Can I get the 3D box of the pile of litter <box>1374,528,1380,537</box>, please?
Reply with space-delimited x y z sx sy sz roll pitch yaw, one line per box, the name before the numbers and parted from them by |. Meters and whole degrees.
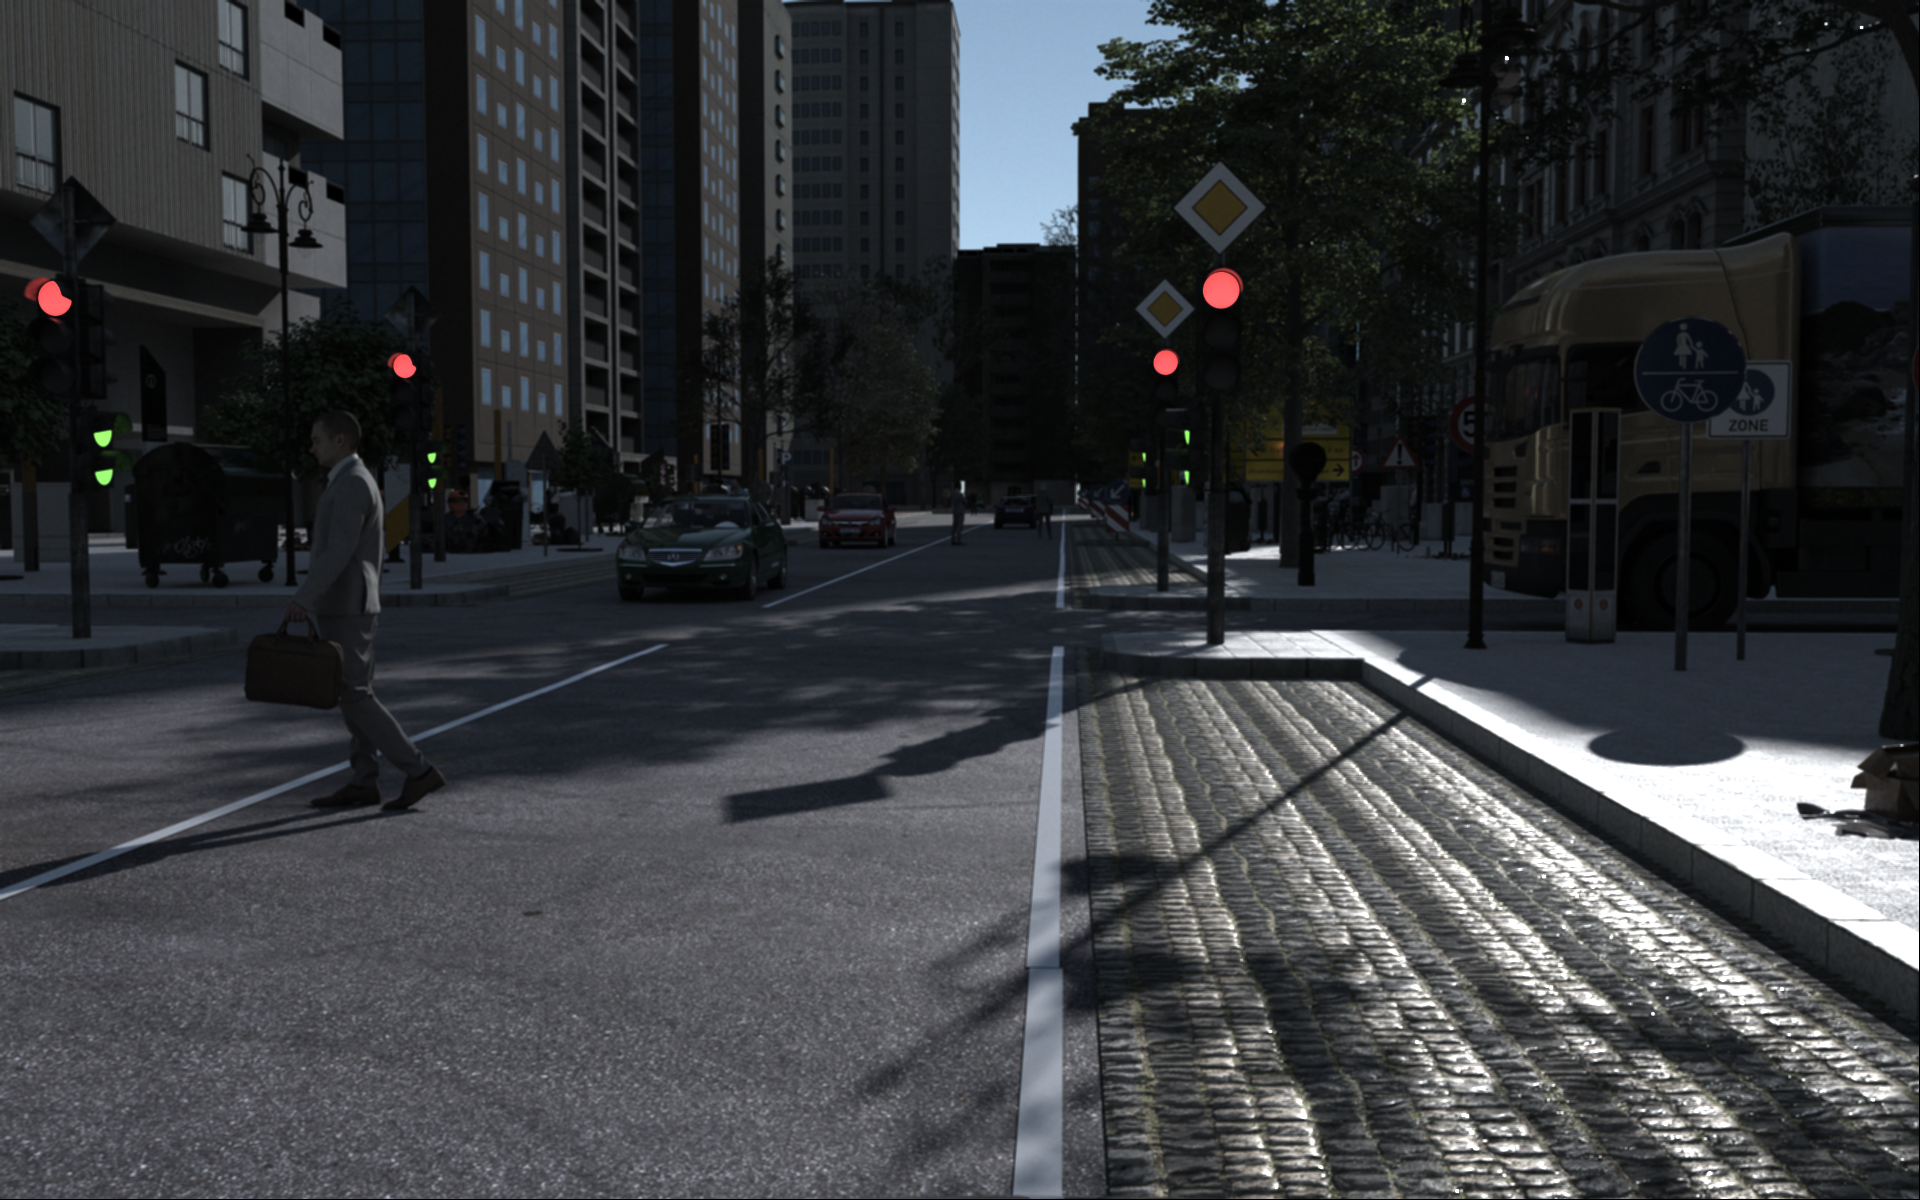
pile of litter | 13.052 -2.346 52.319 1.719 0.858 1.176 0 4 -4

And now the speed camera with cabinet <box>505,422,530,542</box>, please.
speed camera with cabinet | -11.962 -3.211 46.831 0.660 3.252 2.038 -1 4 -15

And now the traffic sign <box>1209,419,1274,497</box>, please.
traffic sign | 7.899 -3.256 47.110 2.265 3.308 0.079 0 4 4

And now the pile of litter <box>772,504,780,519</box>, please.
pile of litter | -9.501 -4.603 89.226 1.176 0.858 1.719 -1 4 -11

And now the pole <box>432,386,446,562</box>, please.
pole | -9.867 -2.380 32.761 0.158 3.312 0.155 0 3 0

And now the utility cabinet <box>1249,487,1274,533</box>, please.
utility cabinet | 10.064 -2.949 56.887 1.173 1.500 0.318 -2 4 -28

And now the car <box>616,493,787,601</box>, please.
car | -3.613 -0.798 24.840 2.131 1.459 4.920 0 4 3

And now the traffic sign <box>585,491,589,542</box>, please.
traffic sign | -10.034 -2.840 46.539 0.768 2.556 0.104 1 4 12

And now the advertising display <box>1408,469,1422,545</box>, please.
advertising display | 11.498 -2.358 43.769 0.123 1.923 0.974 0 4 3

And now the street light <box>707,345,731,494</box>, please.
street light | -7.492 -4.962 53.919 0.468 5.910 1.993 0 4 3

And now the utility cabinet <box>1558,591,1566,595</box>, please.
utility cabinet | 7.920 -0.655 21.879 0.306 1.237 1.020 -2 4 -32

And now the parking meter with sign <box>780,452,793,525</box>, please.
parking meter with sign | -7.261 -4.645 72.206 0.543 3.016 1.738 0 4 -8

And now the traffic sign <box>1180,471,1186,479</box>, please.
traffic sign | 6.669 -2.949 50.342 0.606 2.300 0.079 1 4 8

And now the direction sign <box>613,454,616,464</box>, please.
direction sign | -19.682 -6.497 98.217 0.379 3.537 0.876 1 4 14

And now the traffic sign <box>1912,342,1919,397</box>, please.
traffic sign | 7.093 -0.742 12.233 0.768 2.556 0.104 1 4 10

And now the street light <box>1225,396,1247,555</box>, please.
street light | 5.648 -3.895 36.471 0.468 5.910 1.993 0 4 3

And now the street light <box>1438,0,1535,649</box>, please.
street light | 4.297 -2.536 14.258 0.468 5.910 1.993 0 4 3

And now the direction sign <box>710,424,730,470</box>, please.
direction sign | -7.807 -3.937 56.371 0.876 3.537 0.379 3 5 40

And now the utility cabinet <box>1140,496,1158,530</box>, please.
utility cabinet | 6.800 -3.136 62.443 0.306 1.237 1.020 2 4 29

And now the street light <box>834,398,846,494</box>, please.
street light | -5.785 -6.772 83.505 0.468 5.910 1.993 0 4 3

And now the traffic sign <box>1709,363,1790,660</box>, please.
traffic sign | 6.037 -0.685 13.324 0.606 2.300 0.079 1 4 9

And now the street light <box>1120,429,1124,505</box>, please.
street light | 9.075 -7.568 96.531 0.468 5.910 1.993 0 4 3

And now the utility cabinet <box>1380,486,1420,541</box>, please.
utility cabinet | 12.057 -2.369 47.416 1.173 1.500 0.318 -2 4 -29

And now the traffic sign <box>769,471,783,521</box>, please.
traffic sign | -8.272 -4.630 77.834 0.606 2.300 0.079 0 4 6

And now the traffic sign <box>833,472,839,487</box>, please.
traffic sign | -6.959 -6.016 98.467 0.768 2.556 0.104 0 4 5

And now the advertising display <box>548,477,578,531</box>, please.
advertising display | -13.690 -3.337 59.769 0.974 1.923 0.123 -1 4 -10

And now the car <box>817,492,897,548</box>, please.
car | -2.759 -2.326 47.065 2.155 1.783 4.494 0 4 3

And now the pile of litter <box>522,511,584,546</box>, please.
pile of litter | -10.286 -1.814 43.627 1.719 0.858 1.176 -1 4 -22

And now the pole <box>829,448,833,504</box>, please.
pole | -5.669 -5.041 76.258 0.158 3.312 0.155 0 3 0

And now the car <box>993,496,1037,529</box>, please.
car | 2.350 -3.677 72.704 1.945 1.354 3.894 0 4 4

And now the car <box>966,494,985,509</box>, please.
car | 1.513 -9.782 168.734 1.959 1.807 4.718 0 4 3

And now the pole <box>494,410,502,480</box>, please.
pole | -11.167 -2.938 41.881 0.158 3.312 0.155 0 3 0

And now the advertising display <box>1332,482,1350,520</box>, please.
advertising display | 18.633 -4.847 84.467 0.974 1.923 0.123 0 4 6

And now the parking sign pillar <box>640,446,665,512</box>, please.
parking sign pillar | -17.282 -6.653 97.241 1.447 3.967 1.447 -1 4 -22

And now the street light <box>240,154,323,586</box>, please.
street light | -9.349 -3.134 24.034 0.468 5.910 1.993 0 4 3

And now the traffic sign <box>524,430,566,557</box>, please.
traffic sign | -8.490 -2.167 35.427 0.884 2.594 0.081 1 4 8

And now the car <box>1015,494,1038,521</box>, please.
car | 3.599 -5.129 93.638 2.009 1.686 4.222 0 4 5

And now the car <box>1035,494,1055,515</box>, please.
car | 5.672 -6.859 121.934 2.009 1.686 4.222 0 4 3

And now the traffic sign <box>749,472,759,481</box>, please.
traffic sign | -9.431 -4.747 79.743 0.606 2.300 0.079 0 4 7

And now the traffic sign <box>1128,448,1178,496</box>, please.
traffic sign | 8.625 -5.103 77.305 2.265 3.308 0.079 1 4 11

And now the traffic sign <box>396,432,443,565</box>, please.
traffic sign | -9.523 -1.864 30.484 0.884 2.594 0.081 1 4 10

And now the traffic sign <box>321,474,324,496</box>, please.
traffic sign | -12.109 -2.013 32.908 0.884 2.594 0.081 1 4 11

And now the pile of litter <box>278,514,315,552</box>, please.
pile of litter | -14.851 -1.552 39.334 1.176 0.858 1.719 3 5 41

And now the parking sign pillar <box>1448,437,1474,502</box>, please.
parking sign pillar | 17.227 -4.291 58.634 1.447 3.967 1.447 3 5 45

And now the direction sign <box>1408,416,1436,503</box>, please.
direction sign | 13.466 -3.583 50.584 0.876 3.537 0.379 -1 4 -14

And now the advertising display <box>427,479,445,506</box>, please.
advertising display | -19.038 -3.532 62.963 0.123 1.923 0.974 1 4 16

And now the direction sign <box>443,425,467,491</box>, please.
direction sign | -16.558 -3.962 56.776 0.876 3.537 0.379 1 4 17

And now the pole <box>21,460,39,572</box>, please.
pole | -15.397 -2.128 28.635 0.158 3.312 0.155 0 3 0

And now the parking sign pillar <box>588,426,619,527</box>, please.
parking sign pillar | -14.282 -4.900 68.583 1.447 3.967 1.447 3 5 43

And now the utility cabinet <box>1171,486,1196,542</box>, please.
utility cabinet | 5.978 -2.295 46.205 0.318 1.500 1.173 2 4 26

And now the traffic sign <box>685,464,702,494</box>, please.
traffic sign | -9.002 -3.453 58.579 0.606 2.300 0.079 1 4 13

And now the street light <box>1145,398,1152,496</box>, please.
street light | 7.397 -5.759 66.943 0.468 5.910 1.993 0 4 3

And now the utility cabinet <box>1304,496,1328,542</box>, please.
utility cabinet | 9.700 -2.203 47.175 0.306 1.237 1.020 -1 4 -10

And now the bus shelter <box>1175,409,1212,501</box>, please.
bus shelter | 9.824 -5.669 70.316 2.179 5.291 8.768 0 4 4

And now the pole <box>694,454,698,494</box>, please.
pole | -13.536 -5.814 88.899 0.158 3.312 0.155 0 3 0

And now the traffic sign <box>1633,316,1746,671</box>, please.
traffic sign | 5.243 -0.760 12.525 0.768 2.556 0.104 1 4 9

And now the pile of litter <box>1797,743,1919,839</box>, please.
pile of litter | 4.143 0.434 6.864 1.719 0.858 1.176 0 3 0

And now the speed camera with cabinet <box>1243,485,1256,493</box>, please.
speed camera with cabinet | 12.498 -4.952 75.305 0.660 3.252 2.038 1 4 23

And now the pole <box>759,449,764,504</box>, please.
pole | -8.930 -5.132 77.757 0.158 3.312 0.155 0 3 0
